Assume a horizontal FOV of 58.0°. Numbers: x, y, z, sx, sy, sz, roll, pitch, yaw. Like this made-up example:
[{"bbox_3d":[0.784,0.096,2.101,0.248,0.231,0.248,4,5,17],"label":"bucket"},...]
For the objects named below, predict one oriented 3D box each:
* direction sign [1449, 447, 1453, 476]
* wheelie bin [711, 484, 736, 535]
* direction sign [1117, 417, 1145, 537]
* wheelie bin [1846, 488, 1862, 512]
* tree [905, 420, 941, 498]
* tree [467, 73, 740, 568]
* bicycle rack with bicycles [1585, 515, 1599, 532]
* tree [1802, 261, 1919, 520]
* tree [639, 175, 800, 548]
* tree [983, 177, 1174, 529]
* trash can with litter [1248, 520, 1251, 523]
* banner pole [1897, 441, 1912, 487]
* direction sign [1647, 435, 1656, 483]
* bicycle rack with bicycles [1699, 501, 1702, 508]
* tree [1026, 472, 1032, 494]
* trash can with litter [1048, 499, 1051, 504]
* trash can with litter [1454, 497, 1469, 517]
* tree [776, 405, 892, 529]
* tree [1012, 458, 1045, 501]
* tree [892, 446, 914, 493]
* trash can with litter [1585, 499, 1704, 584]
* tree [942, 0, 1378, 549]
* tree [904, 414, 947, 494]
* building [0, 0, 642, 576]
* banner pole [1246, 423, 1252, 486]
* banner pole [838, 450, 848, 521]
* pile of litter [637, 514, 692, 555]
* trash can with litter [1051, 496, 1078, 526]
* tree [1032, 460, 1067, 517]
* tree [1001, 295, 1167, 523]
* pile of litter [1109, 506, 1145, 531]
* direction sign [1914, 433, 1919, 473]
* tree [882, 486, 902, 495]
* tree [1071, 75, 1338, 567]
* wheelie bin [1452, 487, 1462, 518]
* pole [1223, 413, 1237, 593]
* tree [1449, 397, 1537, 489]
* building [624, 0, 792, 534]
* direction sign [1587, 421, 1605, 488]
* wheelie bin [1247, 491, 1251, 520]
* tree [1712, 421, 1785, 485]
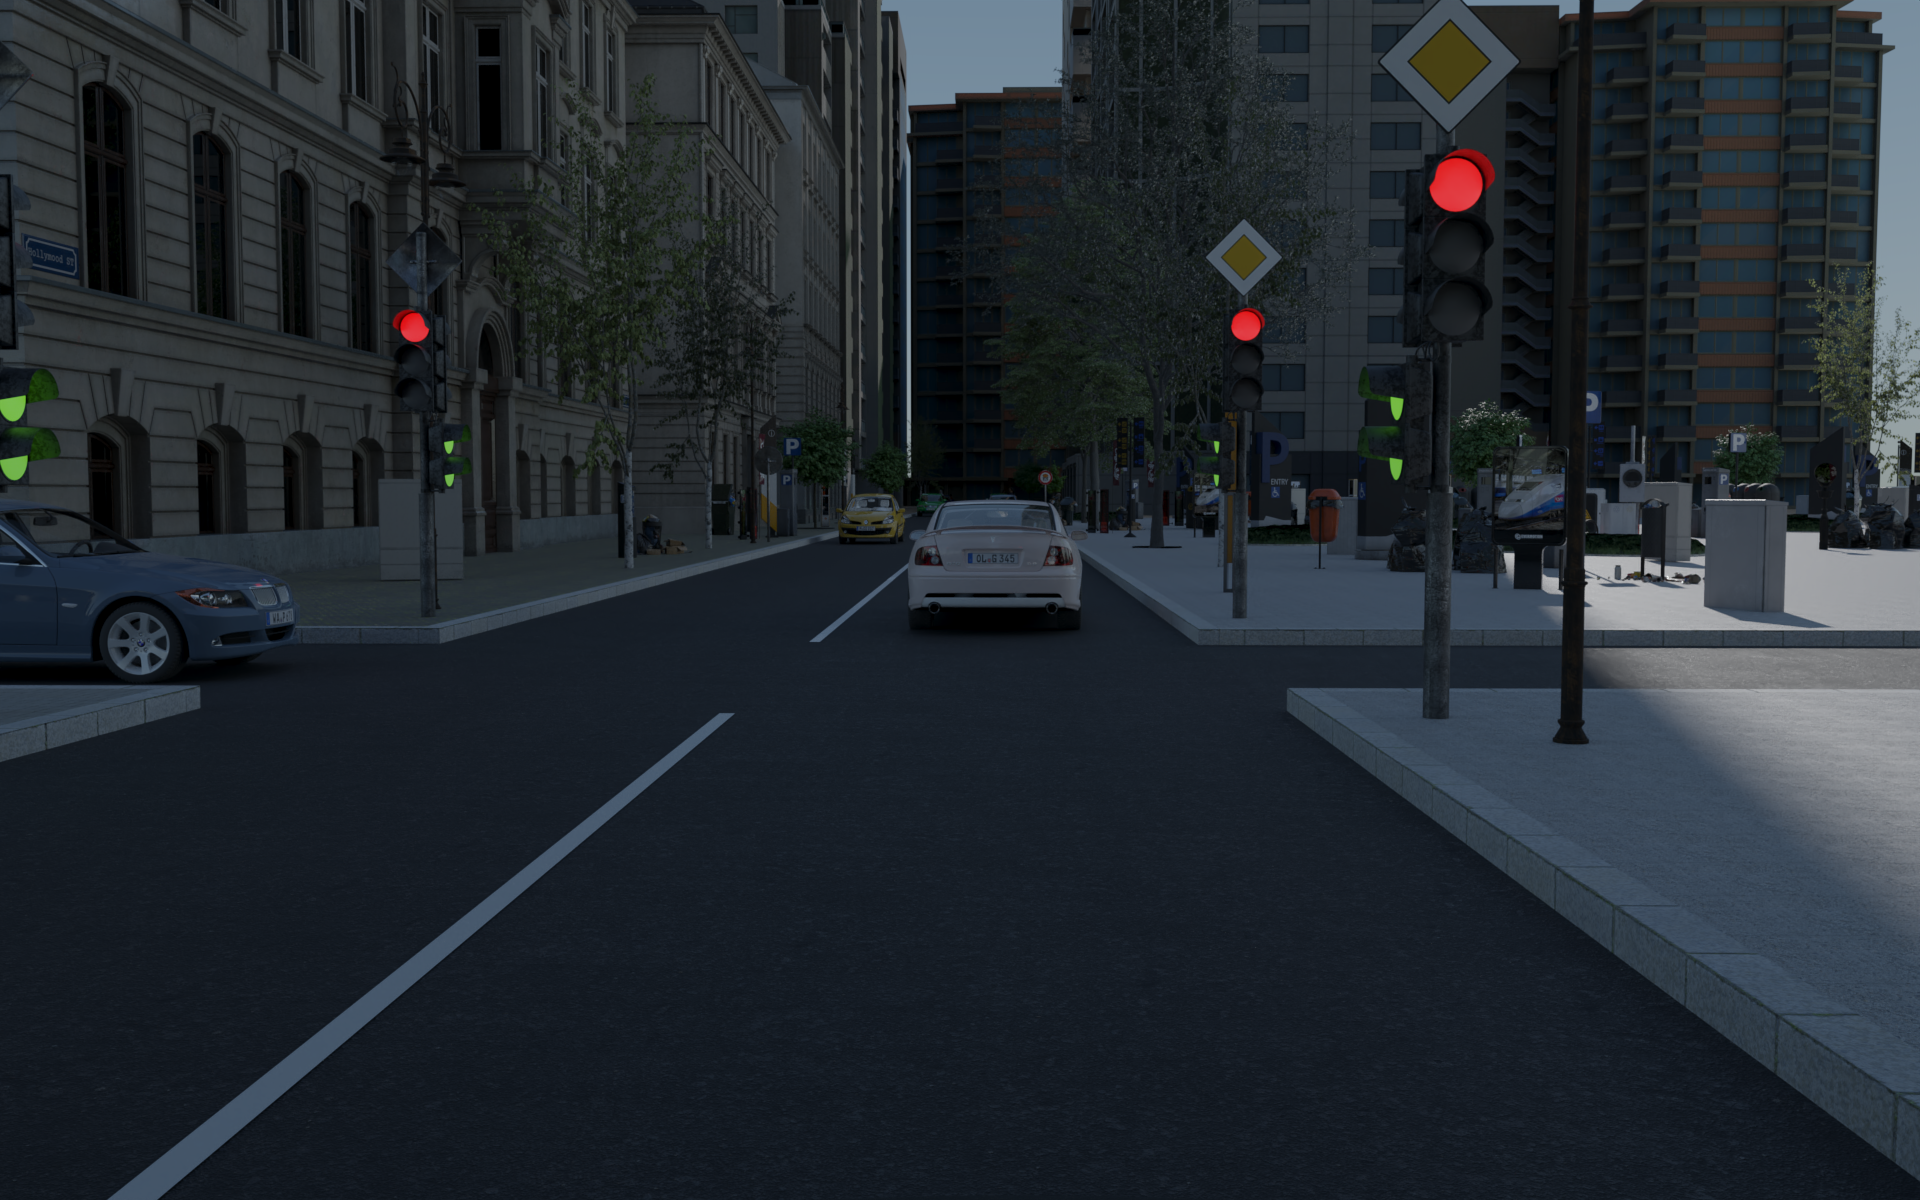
[{"bbox_3d":[20.773,-4.999,73.730,0.379,3.537,0.876,3,5,43],"label":"direction sign"},{"bbox_3d":[-7.433,-2.831,54.187,0.980,1.594,0.693,1,4,15],"label":"wheelie bin"},{"bbox_3d":[5.046,-3.625,51.261,0.876,3.537,0.379,2,4,29],"label":"direction sign"},{"bbox_3d":[43.417,-4.668,84.227,0.693,1.594,0.980,3,5,41],"label":"wheelie bin"},{"bbox_3d":[-3.863,-13.469,170.578,4.360,8.622,3.978,0,3,0],"label":"tree"},{"bbox_3d":[-5.983,-4.857,29.775,4.737,8.622,4.395,0,3,0],"label":"tree"},{"bbox_3d":[14.976,-1.902,44.482,2.925,0.926,2.852,0,4,-5],"label":"bicycle rack with bicycles"},{"bbox_3d":[28.423,-6.363,54.397,4.360,8.622,3.978,0,3,0],"label":"tree"},{"bbox_3d":[-5.910,-5.538,40.906,4.360,8.622,3.978,0,3,0],"label":"tree"},{"bbox_3d":[4.527,-8.842,62.688,7.486,12.596,7.792,0,3,0],"label":"tree"},{"bbox_3d":[12.697,-3.965,75.882,2.233,1.210,1.678,1,4,20],"label":"trash can with litter"},{"bbox_3d":[44.265,-5.586,81.342,0.863,3.779,0.401,0,4,-1],"label":"banner pole"},{"bbox_3d":[26.718,-4.587,66.998,0.379,3.537,0.876,0,4,5],"label":"direction sign"},{"bbox_3d":[38.705,-4.546,87.710,2.852,0.926,2.925,2,4,33],"label":"bicycle rack with bicycles"},{"bbox_3d":[6.131,-9.526,150.358,1.663,3.219,1.824,0,3,0],"label":"tree"},{"bbox_3d":[4.655,-4.767,89.324,0.624,1.170,1.055,-3,4,-37],"label":"trash can with litter"},{"bbox_3d":[20.186,-3.558,69.555,0.624,1.170,1.055,0,4,8],"label":"trash can with litter"},{"bbox_3d":[-5.273,-4.908,63.961,4.285,4.588,4.351,0,3,0],"label":"tree"},{"bbox_3d":[6.334,-10.570,156.529,4.285,4.588,4.351,0,3,0],"label":"tree"},{"bbox_3d":[-4.232,-7.259,102.392,4.285,4.588,4.351,0,3,0],"label":"tree"},{"bbox_3d":[10.288,-0.874,25.354,1.678,1.210,2.233,-1,4,-12],"label":"trash can with litter"},{"bbox_3d":[4.730,-7.965,40.593,12.009,13.543,11.850,0,3,0],"label":"tree"},{"bbox_3d":[-3.127,-12.724,158.399,4.737,8.622,4.395,0,3,0],"label":"tree"},{"bbox_3d":[-15.682,-13.303,36.594,14.460,24.649,34.723,0,4,1],"label":"building"},{"bbox_3d":[10.132,-4.296,60.256,0.863,3.779,0.401,1,4,22],"label":"banner pole"},{"bbox_3d":[-5.184,-5.263,76.063,0.401,3.779,0.863,3,4,36],"label":"banner pole"},{"bbox_3d":[-6.385,-1.421,37.198,1.176,0.858,1.719,3,5,40],"label":"pile of litter"},{"bbox_3d":[4.260,-3.557,69.542,0.624,1.170,1.055,2,4,25],"label":"trash can with litter"},{"bbox_3d":[5.309,-6.284,97.346,1.663,3.219,1.824,0,3,0],"label":"tree"},{"bbox_3d":[5.261,-8.665,76.080,8.767,10.594,7.601,3,4,38],"label":"tree"},{"bbox_3d":[5.953,-2.895,61.292,1.719,0.858,1.176,-3,4,-36],"label":"pile of litter"},{"bbox_3d":[35.572,-4.385,63.697,0.876,3.537,0.379,3,4,38],"label":"direction sign"},{"bbox_3d":[-4.484,-7.290,113.793,1.663,3.219,1.824,0,3,0],"label":"tree"},{"bbox_3d":[4.407,-4.890,30.315,4.360,8.622,3.978,0,3,0],"label":"tree"},{"bbox_3d":[23.403,-4.546,82.241,0.693,1.594,0.980,-1,4,-15],"label":"wheelie bin"},{"bbox_3d":[3.526,-1.753,22.508,0.158,3.312,0.155,0,3,0],"label":"pole"},{"bbox_3d":[17.814,-4.594,58.823,4.285,4.588,4.351,0,3,0],"label":"tree"},{"bbox_3d":[-12.574,-12.203,64.150,10.561,19.102,19.286,0,4,1],"label":"building"},{"bbox_3d":[19.611,-3.793,54.020,0.876,3.537,0.379,1,4,20],"label":"direction sign"},{"bbox_3d":[14.534,-4.714,84.983,0.693,1.594,0.980,-2,4,-28],"label":"wheelie bin"},{"bbox_3d":[35.639,-5.794,78.453,4.285,4.588,4.351,0,3,0],"label":"tree"}]
